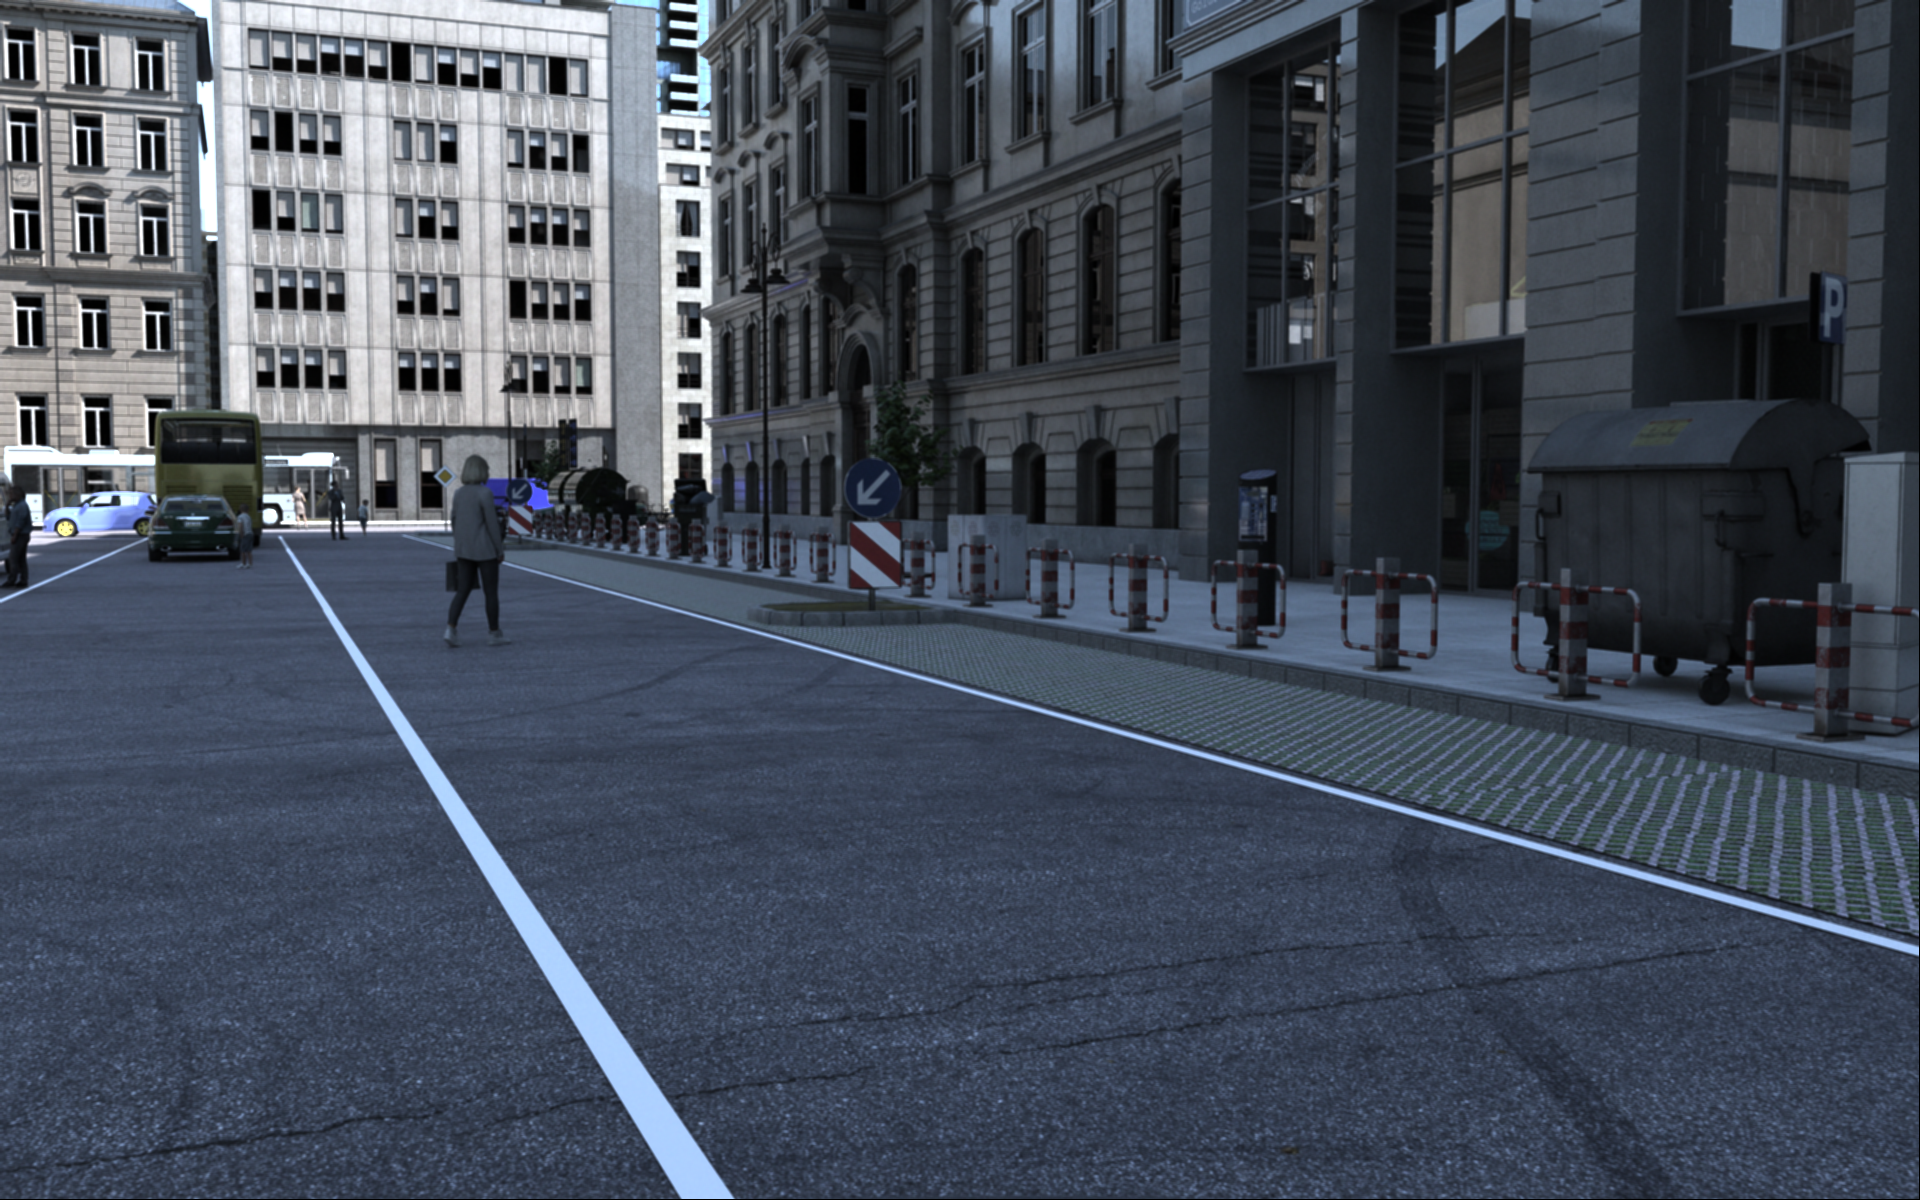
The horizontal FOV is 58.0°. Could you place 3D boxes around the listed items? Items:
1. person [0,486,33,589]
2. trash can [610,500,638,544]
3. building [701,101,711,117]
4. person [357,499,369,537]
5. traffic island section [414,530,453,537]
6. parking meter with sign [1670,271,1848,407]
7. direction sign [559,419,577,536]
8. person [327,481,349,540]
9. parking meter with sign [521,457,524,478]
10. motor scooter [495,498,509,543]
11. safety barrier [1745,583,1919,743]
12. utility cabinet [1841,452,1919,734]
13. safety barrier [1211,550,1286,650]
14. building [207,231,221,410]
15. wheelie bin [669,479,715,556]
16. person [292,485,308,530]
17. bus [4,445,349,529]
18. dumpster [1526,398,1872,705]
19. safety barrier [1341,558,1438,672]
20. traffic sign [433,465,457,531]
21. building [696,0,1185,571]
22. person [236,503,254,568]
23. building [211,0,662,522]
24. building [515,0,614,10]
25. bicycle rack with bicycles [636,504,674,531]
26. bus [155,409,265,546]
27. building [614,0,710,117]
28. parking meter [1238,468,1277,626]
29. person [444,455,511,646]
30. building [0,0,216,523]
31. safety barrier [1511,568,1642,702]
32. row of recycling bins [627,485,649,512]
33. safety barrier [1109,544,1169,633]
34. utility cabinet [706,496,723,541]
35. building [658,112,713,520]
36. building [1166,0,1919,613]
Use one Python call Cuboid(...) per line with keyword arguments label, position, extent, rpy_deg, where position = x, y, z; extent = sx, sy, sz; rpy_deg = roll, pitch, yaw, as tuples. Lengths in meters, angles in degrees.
Cuboid(label="person", position=(-14.235, -0.945, 26.156), extent=(0.429, 1.552, 0.499), rpy_deg=(0, 4, -4))
Cuboid(label="trash can", position=(-8.692, -2.029, 44.833), extent=(0.748, 1.137, 0.748), rpy_deg=(0, 3, 0))
Cuboid(label="building", position=(-16.612, -38.046, 211.282), extent=(27.495, 52.752, 28.713), rpy_deg=(-1, 4, -22))
Cuboid(label="person", position=(-20.057, -2.755, 58.221), extent=(0.332, 1.250, 0.352), rpy_deg=(3, 5, 42))
Cuboid(label="traffic island section", position=(-17.633, -2.277, 59.508), extent=(2.009, 0.180, 2.903), rpy_deg=(-1, 4, -22))
Cuboid(label="parking meter with sign", position=(6.317, -1.110, 14.410), extent=(0.543, 3.016, 1.738), rpy_deg=(-3, 5, -43))
Cuboid(label="direction sign", position=(-11.867, -3.700, 52.495), extent=(0.876, 3.537, 0.379), rpy_deg=(3, 5, 42))
Cuboid(label="person", position=(-19.496, -2.816, 54.347), extent=(0.447, 1.846, 0.655), rpy_deg=(2, 4, 32))
Cuboid(label="parking meter with sign", position=(-19.948, -5.266, 82.359), extent=(1.738, 3.016, 0.543), rpy_deg=(-1, 4, -21))
Cuboid(label="motor scooter", position=(-12.999, -2.186, 48.519), extent=(0.815, 1.314, 1.986), rpy_deg=(-2, 4, -23))
Cuboid(label="safety barrier", position=(4.555, 0.320, 9.037), extent=(0.300, 0.817, 1.120), rpy_deg=(-1, 4, -22))
Cuboid(label="utility cabinet", position=(5.191, -0.056, 9.598), extent=(0.318, 1.500, 1.173), rpy_deg=(3, 5, 42))
Cuboid(label="safety barrier", position=(2.382, -0.005, 14.363), extent=(0.300, 0.817, 1.120), rpy_deg=(-1, 4, -22))
Cuboid(label="building", position=(-93.725, -33.677, 242.504), extent=(23.993, 40.220, 32.217), rpy_deg=(-1, 4, -22))
Cuboid(label="wheelie bin", position=(-5.564, -1.713, 35.914), extent=(0.980, 1.594, 0.693), rpy_deg=(0, 4, 1))
Cuboid(label="person", position=(-26.468, -3.705, 69.413), extent=(0.599, 1.781, 0.374), rpy_deg=(-2, 4, -23))
Cuboid(label="bus", position=(-31.259, -4.631, 70.572), extent=(13.247, 3.499, 2.948), rpy_deg=(-1, 4, -23))
Cuboid(label="dumpster", position=(4.787, -0.339, 11.301), extent=(1.264, 1.857, 1.865), rpy_deg=(-1, 4, -22))
Cuboid(label="safety barrier", position=(3.108, 0.103, 12.588), extent=(0.300, 0.817, 1.120), rpy_deg=(-1, 4, -22))
Cuboid(label="traffic sign", position=(-17.652, -3.412, 59.423), extent=(0.795, 2.450, 0.064), rpy_deg=(-1, 4, -22))
Cuboid(label="building", position=(2.772, -13.744, 43.802), extent=(14.460, 24.649, 34.723), rpy_deg=(-1, 4, -22))
Cuboid(label="person", position=(-13.796, -1.236, 33.400), extent=(0.332, 1.250, 0.352), rpy_deg=(-2, 4, -34))
Cuboid(label="building", position=(-26.168, -16.417, 86.439), extent=(19.932, 24.808, 12.078), rpy_deg=(-1, 4, -22))
Cuboid(label="building", position=(-44.127, -38.214, 166.798), extent=(21.231, 58.520, 28.212), rpy_deg=(-1, 4, -22))
Cuboid(label="bicycle rack with bicycles", position=(-10.464, -2.929, 61.278), extent=(2.925, 0.926, 2.852), rpy_deg=(-2, 4, -31))
Cuboid(label="bus", position=(-21.471, -3.564, 49.816), extent=(2.896, 3.916, 12.252), rpy_deg=(-1, 4, -22))
Cuboid(label="building", position=(-39.458, -57.740, 256.716), extent=(31.000, 86.520, 22.319), rpy_deg=(-1, 4, -22))
Cuboid(label="parking meter", position=(2.910, -0.523, 16.968), extent=(0.372, 1.533, 0.369), rpy_deg=(0, 3, 0))
Cuboid(label="person", position=(-4.641, -0.471, 16.378), extent=(0.709, 1.800, 0.728), rpy_deg=(2, 4, 31))
Cuboid(label="building", position=(-47.339, -17.192, 78.345), extent=(25.104, 27.353, 12.463), rpy_deg=(-1, 4, -22))
Cuboid(label="safety barrier", position=(3.830, 0.212, 10.812), extent=(0.300, 0.817, 1.120), rpy_deg=(-1, 4, -22))
Cuboid(label="row of recycling bins", position=(-15.268, -4.588, 82.125), extent=(1.069, 1.692, 3.534), rpy_deg=(-1, 4, -10))
Cuboid(label="safety barrier", position=(1.657, -0.114, 16.138), extent=(0.300, 0.817, 1.120), rpy_deg=(-1, 4, -22))
Cuboid(label="utility cabinet", position=(-6.986, -2.210, 47.290), extent=(1.020, 1.237, 0.306), rpy_deg=(1, 4, 22))
Cuboid(label="building", position=(-8.869, -14.577, 93.088), extent=(16.860, 20.320, 10.420), rpy_deg=(-1, 4, -22))
Cuboid(label="building", position=(13.803, -14.426, 13.358), extent=(11.434, 29.767, 29.804), rpy_deg=(-1, 4, -22))
